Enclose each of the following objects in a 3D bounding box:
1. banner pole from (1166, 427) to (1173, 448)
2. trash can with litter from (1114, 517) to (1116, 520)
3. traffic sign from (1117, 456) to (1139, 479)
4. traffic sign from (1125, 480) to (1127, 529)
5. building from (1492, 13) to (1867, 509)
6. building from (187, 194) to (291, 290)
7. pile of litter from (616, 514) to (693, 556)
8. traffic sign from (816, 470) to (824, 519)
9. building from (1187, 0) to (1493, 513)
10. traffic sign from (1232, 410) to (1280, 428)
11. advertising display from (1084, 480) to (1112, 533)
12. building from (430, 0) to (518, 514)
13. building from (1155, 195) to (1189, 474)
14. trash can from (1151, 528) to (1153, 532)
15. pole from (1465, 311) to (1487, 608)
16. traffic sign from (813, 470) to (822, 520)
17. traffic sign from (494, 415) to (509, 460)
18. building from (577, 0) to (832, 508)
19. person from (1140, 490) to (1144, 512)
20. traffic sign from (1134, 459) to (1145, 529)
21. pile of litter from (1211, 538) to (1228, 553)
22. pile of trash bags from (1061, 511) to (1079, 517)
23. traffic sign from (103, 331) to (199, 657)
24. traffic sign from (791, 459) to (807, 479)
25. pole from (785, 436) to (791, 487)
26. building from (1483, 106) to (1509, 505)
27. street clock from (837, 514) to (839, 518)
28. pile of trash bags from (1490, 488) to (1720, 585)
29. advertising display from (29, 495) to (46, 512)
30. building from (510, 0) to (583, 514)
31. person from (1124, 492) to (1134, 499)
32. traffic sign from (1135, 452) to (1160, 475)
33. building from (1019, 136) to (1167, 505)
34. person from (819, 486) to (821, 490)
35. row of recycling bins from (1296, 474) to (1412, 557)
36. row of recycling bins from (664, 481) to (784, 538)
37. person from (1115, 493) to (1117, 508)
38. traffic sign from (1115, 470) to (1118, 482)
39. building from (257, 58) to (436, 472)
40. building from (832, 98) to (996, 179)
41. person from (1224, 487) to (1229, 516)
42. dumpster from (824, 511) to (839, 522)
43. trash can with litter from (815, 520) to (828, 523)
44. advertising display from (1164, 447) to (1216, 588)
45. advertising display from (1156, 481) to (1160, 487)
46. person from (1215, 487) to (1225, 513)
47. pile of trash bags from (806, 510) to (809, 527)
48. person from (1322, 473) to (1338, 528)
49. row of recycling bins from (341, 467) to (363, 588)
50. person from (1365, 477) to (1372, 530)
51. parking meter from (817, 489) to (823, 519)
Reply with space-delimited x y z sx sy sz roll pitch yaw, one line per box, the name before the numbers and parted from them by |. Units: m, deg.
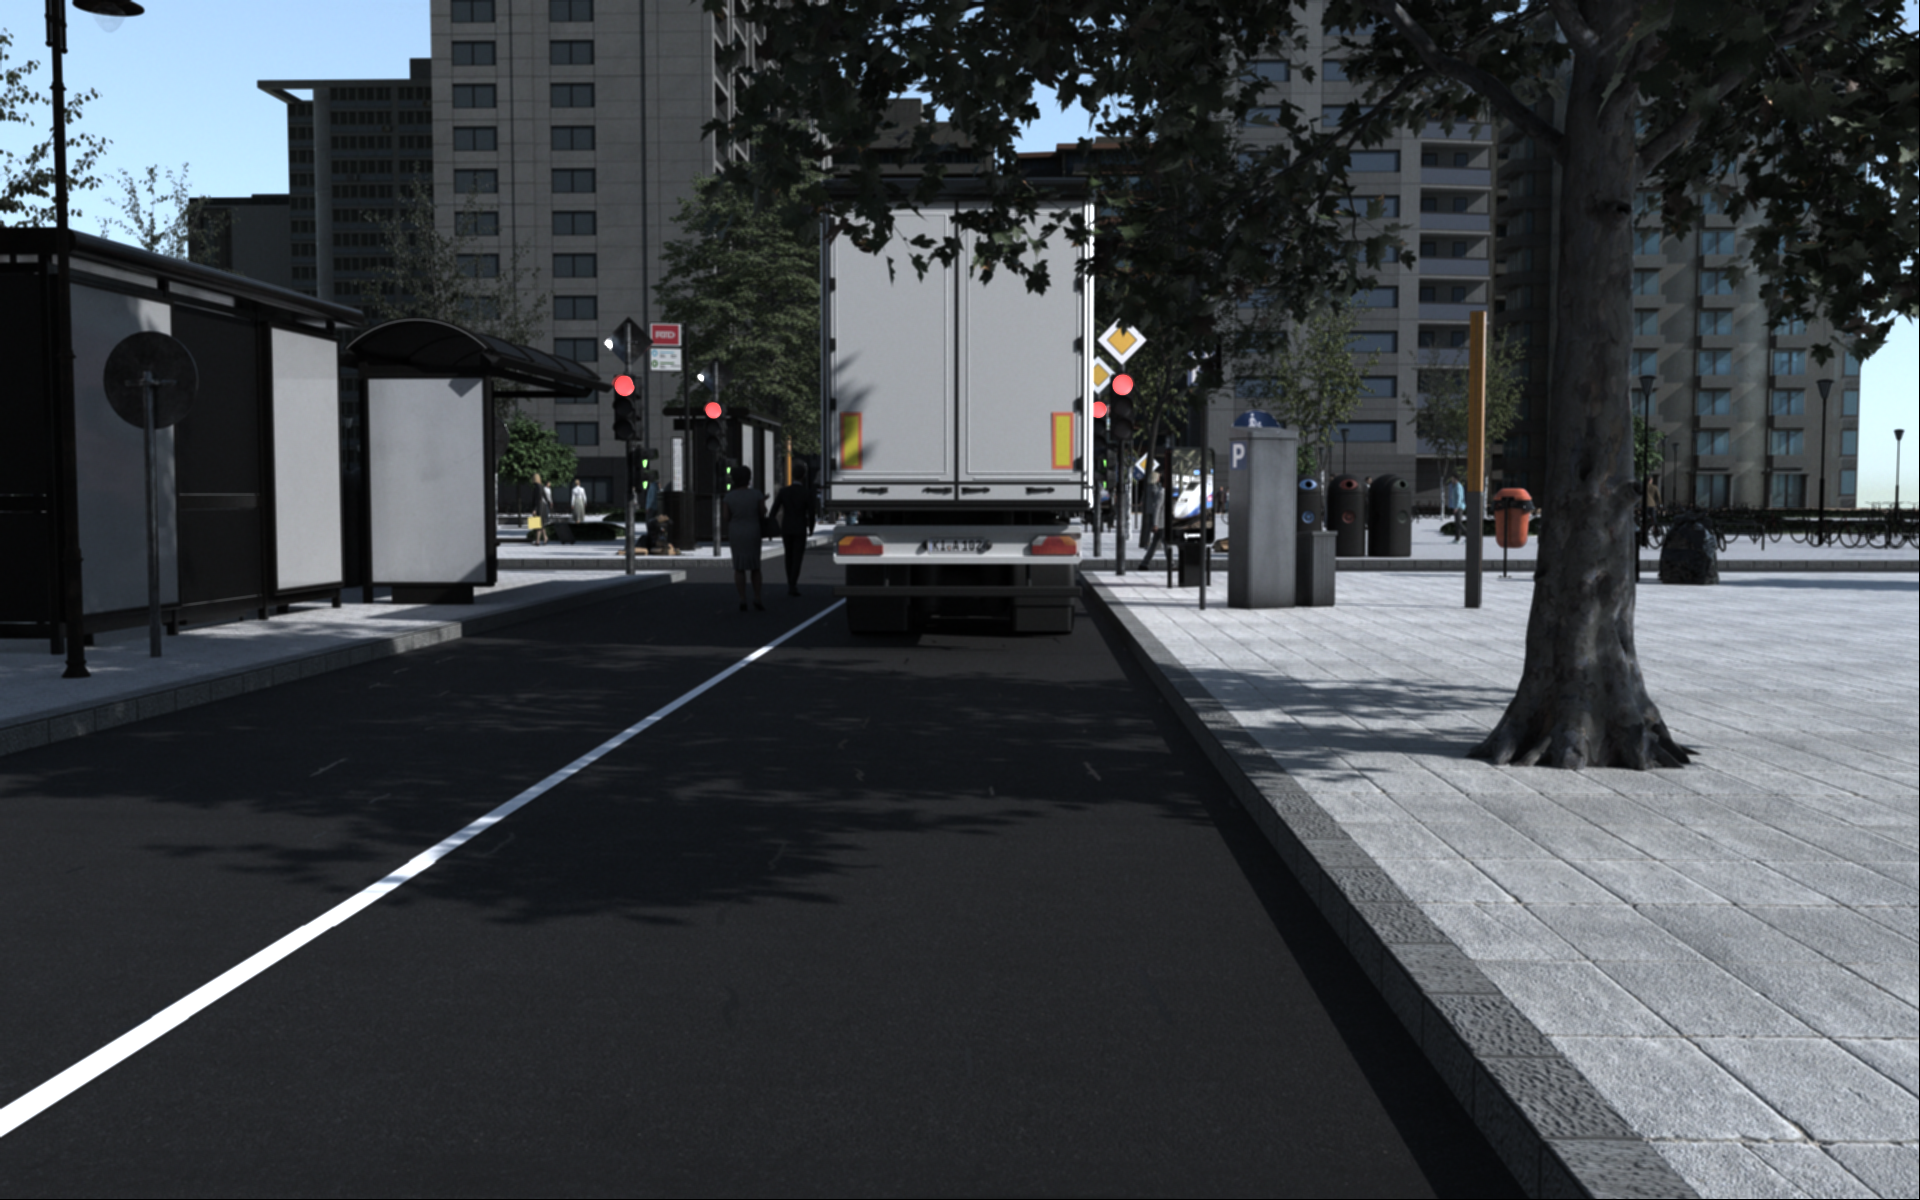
banner pole | 7.906 -4.606 65.326 0.401 3.779 0.863 -1 4 -16
trash can with litter | 7.350 -4.634 86.816 1.678 1.210 2.233 -2 4 -35
traffic sign | 5.593 -3.516 57.596 0.768 2.556 0.104 0 4 6
traffic sign | 6.131 -3.782 63.969 0.606 2.300 0.079 0 4 2
building | 66.796 -33.165 161.850 30.456 49.044 23.786 0 4 2
building | -65.815 -24.400 170.634 14.107 30.474 14.160 0 4 2
pile of litter | -6.453 -1.377 36.480 1.719 0.858 1.176 3 4 37
traffic sign | -6.916 -5.361 87.753 0.768 2.556 0.104 0 4 5
building | 27.730 -35.925 129.371 21.231 58.520 28.212 0 4 2
traffic sign | 4.479 -1.602 26.301 0.768 2.556 0.104 1 4 12
advertising display | 4.578 -3.199 57.521 0.974 1.923 0.123 2 4 29
building | -23.461 -41.744 120.771 20.563 71.187 20.611 0 4 2
building | 29.771 -32.983 158.888 23.786 49.044 30.456 0 4 2
trash can | 6.525 -2.846 58.190 0.748 1.137 0.748 0 3 0
pole | 5.787 -1.565 19.436 0.158 3.312 0.155 0 3 0
traffic sign | -6.901 -5.287 86.442 0.884 2.594 0.081 1 4 9
traffic sign | -7.518 -1.674 27.473 0.768 2.556 0.104 1 4 9
building | -23.320 -44.443 164.890 20.611 71.187 20.563 0 4 2
person | 5.514 -2.775 51.689 0.573 1.790 0.520 -3 5 -40
traffic sign | 6.465 -3.877 63.498 0.768 2.556 0.104 1 4 9
pile of litter | 6.113 -1.494 38.399 1.719 0.858 1.176 -2 4 -26
pile of trash bags | 6.329 -5.313 96.617 1.912 1.369 3.447 1 4 18
traffic sign | -6.336 -0.823 13.567 0.768 2.556 0.104 0 4 4
traffic sign | -5.883 -3.812 62.437 0.768 2.556 0.104 1 4 11
pole | -6.014 -4.085 60.638 0.158 3.312 0.155 0 3 0
building | 72.486 -36.024 212.692 21.600 48.544 21.300 0 4 2
street clock | -6.649 -5.477 94.120 0.471 2.002 0.358 -1 4 -16
pile of trash bags | 9.637 -0.988 25.910 3.447 1.369 1.912 3 4 37
advertising display | -14.619 -1.408 28.239 0.974 1.923 0.123 -1 4 -20
building | -23.310 -43.003 141.349 20.563 71.187 20.611 0 4 2
person | 13.100 -7.945 136.619 1.217 1.739 0.721 1 4 19
traffic sign | 5.839 -3.312 53.887 0.795 2.593 0.064 0 4 6
building | 19.192 -34.266 214.870 28.867 44.769 22.147 0 4 2
person | -9.430 -6.826 117.671 0.705 1.821 1.348 0 4 3
row of recycling bins | 7.443 -1.733 35.448 3.534 1.692 1.069 0 4 -4
row of recycling bins | -6.875 -2.663 50.648 3.534 1.692 1.069 -1 4 -15
person | 10.589 -6.608 117.351 0.557 1.426 1.065 3 5 43
traffic sign | 7.734 -5.051 82.696 0.768 2.556 0.104 0 4 3
building | -46.361 -28.656 160.399 23.993 40.220 32.217 0 4 2
building | -6.312 -36.212 215.772 21.600 48.544 21.300 0 4 2
person | 15.708 -5.775 101.306 0.563 1.720 0.643 1 4 17
dumpster | -5.739 -4.825 81.383 1.502 2.255 1.985 0 4 2
trash can with litter | -6.537 -3.959 75.779 2.233 1.210 1.678 -3 5 -40
advertising display | 3.168 -1.140 23.860 0.974 1.923 0.123 -3 5 -44
advertising display | 7.935 -3.857 68.272 0.123 1.923 0.974 -3 4 -38
person | 17.225 -6.582 114.210 0.990 1.755 0.434 2 4 25
pile of trash bags | -7.053 -3.475 66.570 1.912 1.369 3.447 1 4 23
person | 8.021 -1.860 37.204 0.466 1.731 0.760 0 4 5
row of recycling bins | -8.204 -1.100 25.098 1.069 1.692 3.534 1 4 21
person | 14.706 -3.479 62.293 0.474 1.900 0.648 1 4 13
parking meter | -7.341 -5.049 90.967 0.372 1.533 0.369 0 3 0
